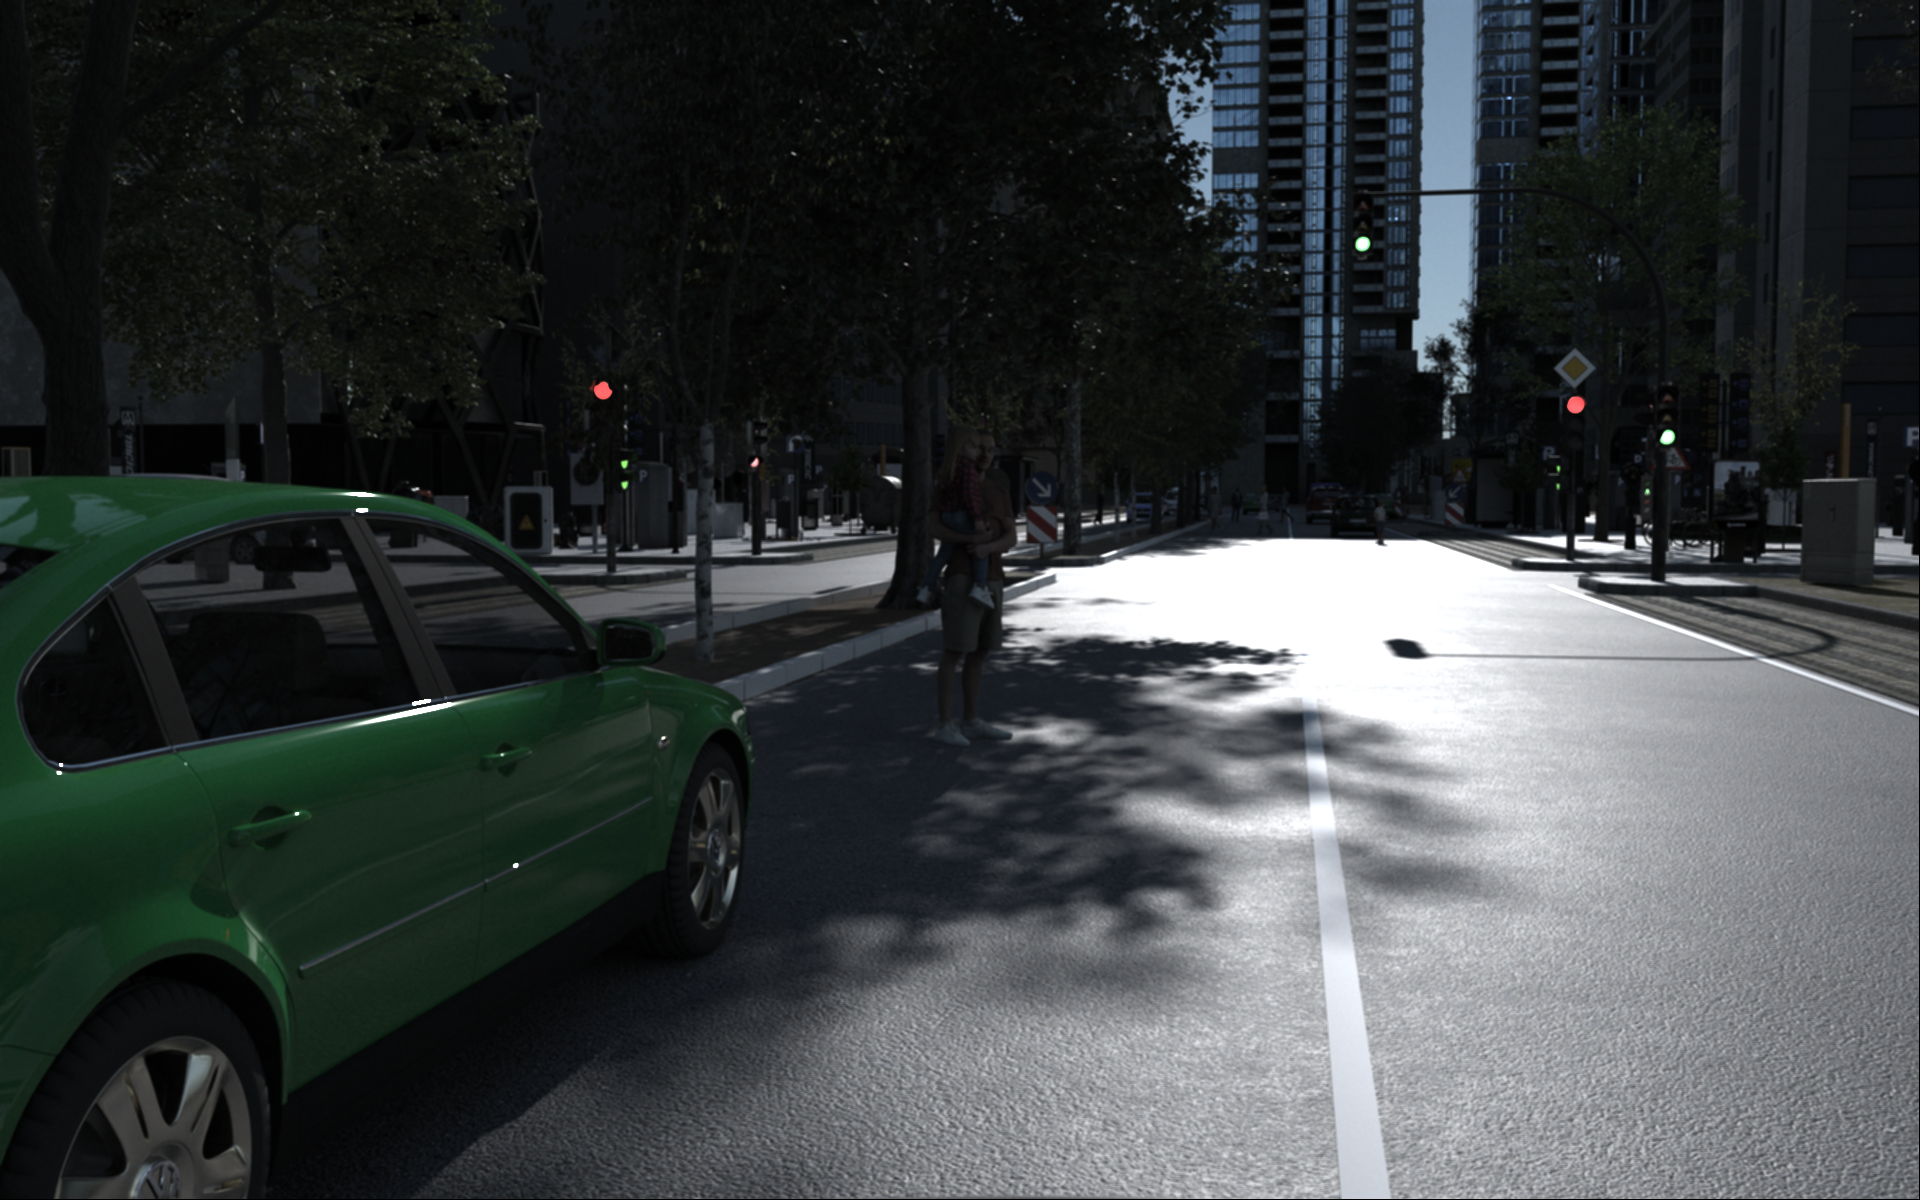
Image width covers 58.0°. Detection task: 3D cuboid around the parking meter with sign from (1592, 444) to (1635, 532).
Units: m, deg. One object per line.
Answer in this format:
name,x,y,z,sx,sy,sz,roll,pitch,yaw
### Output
parking meter with sign,22.617,-3.890,59.858,0.543,3.016,1.738,-1,4,-17

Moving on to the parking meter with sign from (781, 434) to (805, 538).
parking meter with sign,-4.985,-3.347,50.976,0.543,3.016,1.738,-1,4,-15

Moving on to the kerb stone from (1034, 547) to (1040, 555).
kerb stone,1.706,-1.124,40.573,0.120,0.150,1.000,1,4,11

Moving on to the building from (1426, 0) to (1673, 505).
building,73.360,-54.656,206.301,31.000,86.520,22.319,1,4,11

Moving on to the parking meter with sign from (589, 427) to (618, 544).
parking meter with sign,-8.690,-2.962,44.691,1.738,3.016,0.543,1,4,19

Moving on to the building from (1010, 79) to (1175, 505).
building,14.832,-38.705,222.063,27.495,52.752,28.713,1,4,11

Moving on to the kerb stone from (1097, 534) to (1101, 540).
kerb stone,4.171,-1.925,53.667,0.120,0.150,1.000,1,4,11

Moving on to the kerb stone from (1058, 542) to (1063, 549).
kerb stone,2.468,-1.365,44.596,0.120,0.150,1.000,1,4,11

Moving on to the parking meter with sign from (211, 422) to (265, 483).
parking meter with sign,-17.741,-2.799,42.030,1.738,3.016,0.543,0,4,-2

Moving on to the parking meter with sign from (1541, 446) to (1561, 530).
parking meter with sign,21.629,-4.101,63.305,0.543,3.016,1.738,2,4,27

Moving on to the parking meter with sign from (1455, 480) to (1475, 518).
parking meter with sign,27.035,-5.868,92.196,1.738,3.016,0.543,-3,4,-37

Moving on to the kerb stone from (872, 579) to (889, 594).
kerb stone,-1.230,-0.169,24.955,0.120,0.150,1.000,1,4,11

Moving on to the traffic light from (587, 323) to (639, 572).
traffic light,-5.742,-2.420,28.489,0.839,4.253,0.868,1,4,11

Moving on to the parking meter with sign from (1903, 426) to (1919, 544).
parking meter with sign,24.918,-2.985,45.070,0.543,3.016,1.738,2,4,35

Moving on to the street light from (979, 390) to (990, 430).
street light,1.127,-6.289,75.611,0.468,5.910,1.993,1,4,11

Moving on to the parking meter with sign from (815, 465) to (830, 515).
parking meter with sign,-8.251,-6.634,104.720,0.543,3.016,1.738,-2,4,-25

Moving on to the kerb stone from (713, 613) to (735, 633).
kerb stone,-2.570,0.262,17.918,0.120,0.150,1.000,1,4,11

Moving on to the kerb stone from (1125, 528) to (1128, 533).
kerb stone,5.883,-2.479,62.743,0.120,0.150,1.000,1,4,11

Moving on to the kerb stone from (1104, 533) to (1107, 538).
kerb stone,4.550,-2.049,55.689,0.120,0.150,1.000,1,4,11

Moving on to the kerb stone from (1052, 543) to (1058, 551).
kerb stone,2.276,-1.309,43.591,0.120,0.150,1.000,1,4,11

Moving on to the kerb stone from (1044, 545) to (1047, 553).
kerb stone,1.891,-1.186,41.583,0.120,0.150,1.000,1,4,11

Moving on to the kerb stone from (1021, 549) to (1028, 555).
kerb stone,1.322,-0.997,38.564,0.120,0.150,1.000,1,4,11

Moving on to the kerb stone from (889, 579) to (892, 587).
kerb stone,-1.042,-0.229,25.964,0.120,0.150,1.000,1,4,11

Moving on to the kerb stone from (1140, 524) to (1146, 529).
kerb stone,7.403,-2.967,70.801,0.120,0.150,1.000,1,4,11

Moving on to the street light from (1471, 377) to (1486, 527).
street light,20.371,-5.834,68.173,0.468,5.910,1.993,1,4,11

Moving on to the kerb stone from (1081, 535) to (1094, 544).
kerb stone,3.802,-1.802,51.656,0.120,0.150,1.000,1,4,11

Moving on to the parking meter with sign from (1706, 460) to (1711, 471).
parking meter with sign,37.652,-5.675,89.042,0.543,3.016,1.738,-3,5,-42

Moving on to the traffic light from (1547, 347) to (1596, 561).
traffic light,11.770,-2.717,33.343,0.839,4.253,0.868,1,4,11

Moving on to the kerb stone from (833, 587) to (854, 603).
kerb stone,-1.613,-0.043,22.945,0.120,0.150,1.000,1,4,11

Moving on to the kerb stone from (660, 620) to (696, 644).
kerb stone,-2.752,0.324,16.896,0.120,0.150,1.000,1,4,11

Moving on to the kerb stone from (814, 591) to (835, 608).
kerb stone,-1.808,0.024,21.942,0.120,0.150,1.000,1,4,11

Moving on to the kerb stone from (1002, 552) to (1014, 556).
kerb stone,0.943,-0.878,36.555,0.120,0.150,1.000,1,4,11

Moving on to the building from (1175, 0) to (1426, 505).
building,42.980,-55.034,212.476,31.000,86.520,22.319,1,4,11

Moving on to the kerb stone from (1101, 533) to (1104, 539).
kerb stone,4.364,-1.987,54.684,0.120,0.150,1.000,1,4,11

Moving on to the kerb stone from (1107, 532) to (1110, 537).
kerb stone,4.733,-2.110,56.695,0.120,0.150,1.000,1,4,11

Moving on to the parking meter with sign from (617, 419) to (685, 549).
parking meter with sign,-7.218,-2.726,40.831,0.543,3.016,1.738,2,4,30

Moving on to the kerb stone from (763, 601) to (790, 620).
kerb stone,-2.184,0.139,19.925,0.120,0.150,1.000,1,4,11

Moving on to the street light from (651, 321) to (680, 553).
street light,-6.156,-3.947,37.315,0.468,5.910,1.993,1,4,11

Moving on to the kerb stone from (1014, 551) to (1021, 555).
kerb stone,1.134,-0.940,37.559,0.120,0.150,1.000,1,4,11

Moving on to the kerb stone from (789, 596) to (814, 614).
kerb stone,-1.989,0.078,20.928,0.120,0.150,1.000,1,4,11

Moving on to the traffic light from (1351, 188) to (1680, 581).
traffic light,8.219,-3.124,25.742,4.771,5.953,1.251,1,4,11

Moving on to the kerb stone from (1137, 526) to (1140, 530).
kerb stone,6.835,-2.786,67.786,0.120,0.150,1.000,1,4,11

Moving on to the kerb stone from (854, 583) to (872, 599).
kerb stone,-1.426,-0.106,23.950,0.120,0.150,1.000,1,4,11

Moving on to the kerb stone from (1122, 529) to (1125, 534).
kerb stone,5.698,-2.419,61.738,0.120,0.150,1.000,1,4,11

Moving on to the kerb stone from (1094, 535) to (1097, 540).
kerb stone,3.983,-1.863,52.662,0.120,0.150,1.000,1,4,11

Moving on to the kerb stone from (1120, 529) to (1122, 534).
kerb stone,5.499,-2.357,60.726,0.120,0.150,1.000,1,4,11

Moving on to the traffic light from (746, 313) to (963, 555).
traffic light,-2.191,-3.750,35.984,4.771,5.953,1.251,1,4,11

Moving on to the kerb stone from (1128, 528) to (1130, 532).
kerb stone,6.074,-2.542,63.762,0.120,0.150,1.000,1,4,11

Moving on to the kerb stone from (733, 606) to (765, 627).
kerb stone,-2.369,0.200,18.920,0.120,0.150,1.000,1,4,11

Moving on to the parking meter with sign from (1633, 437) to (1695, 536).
parking meter with sign,21.491,-3.446,52.597,0.543,3.016,1.738,-2,4,-33

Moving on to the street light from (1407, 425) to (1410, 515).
street light,27.579,-8.177,106.483,0.468,5.910,1.993,1,4,11

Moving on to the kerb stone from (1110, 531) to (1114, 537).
kerb stone,4.939,-2.169,57.704,0.120,0.150,1.000,1,4,11

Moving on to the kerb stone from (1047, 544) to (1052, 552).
kerb stone,2.085,-1.243,42.587,0.120,0.150,1.000,1,4,11

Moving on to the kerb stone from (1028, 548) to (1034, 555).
kerb stone,1.511,-1.063,39.569,0.120,0.150,1.000,1,4,11
